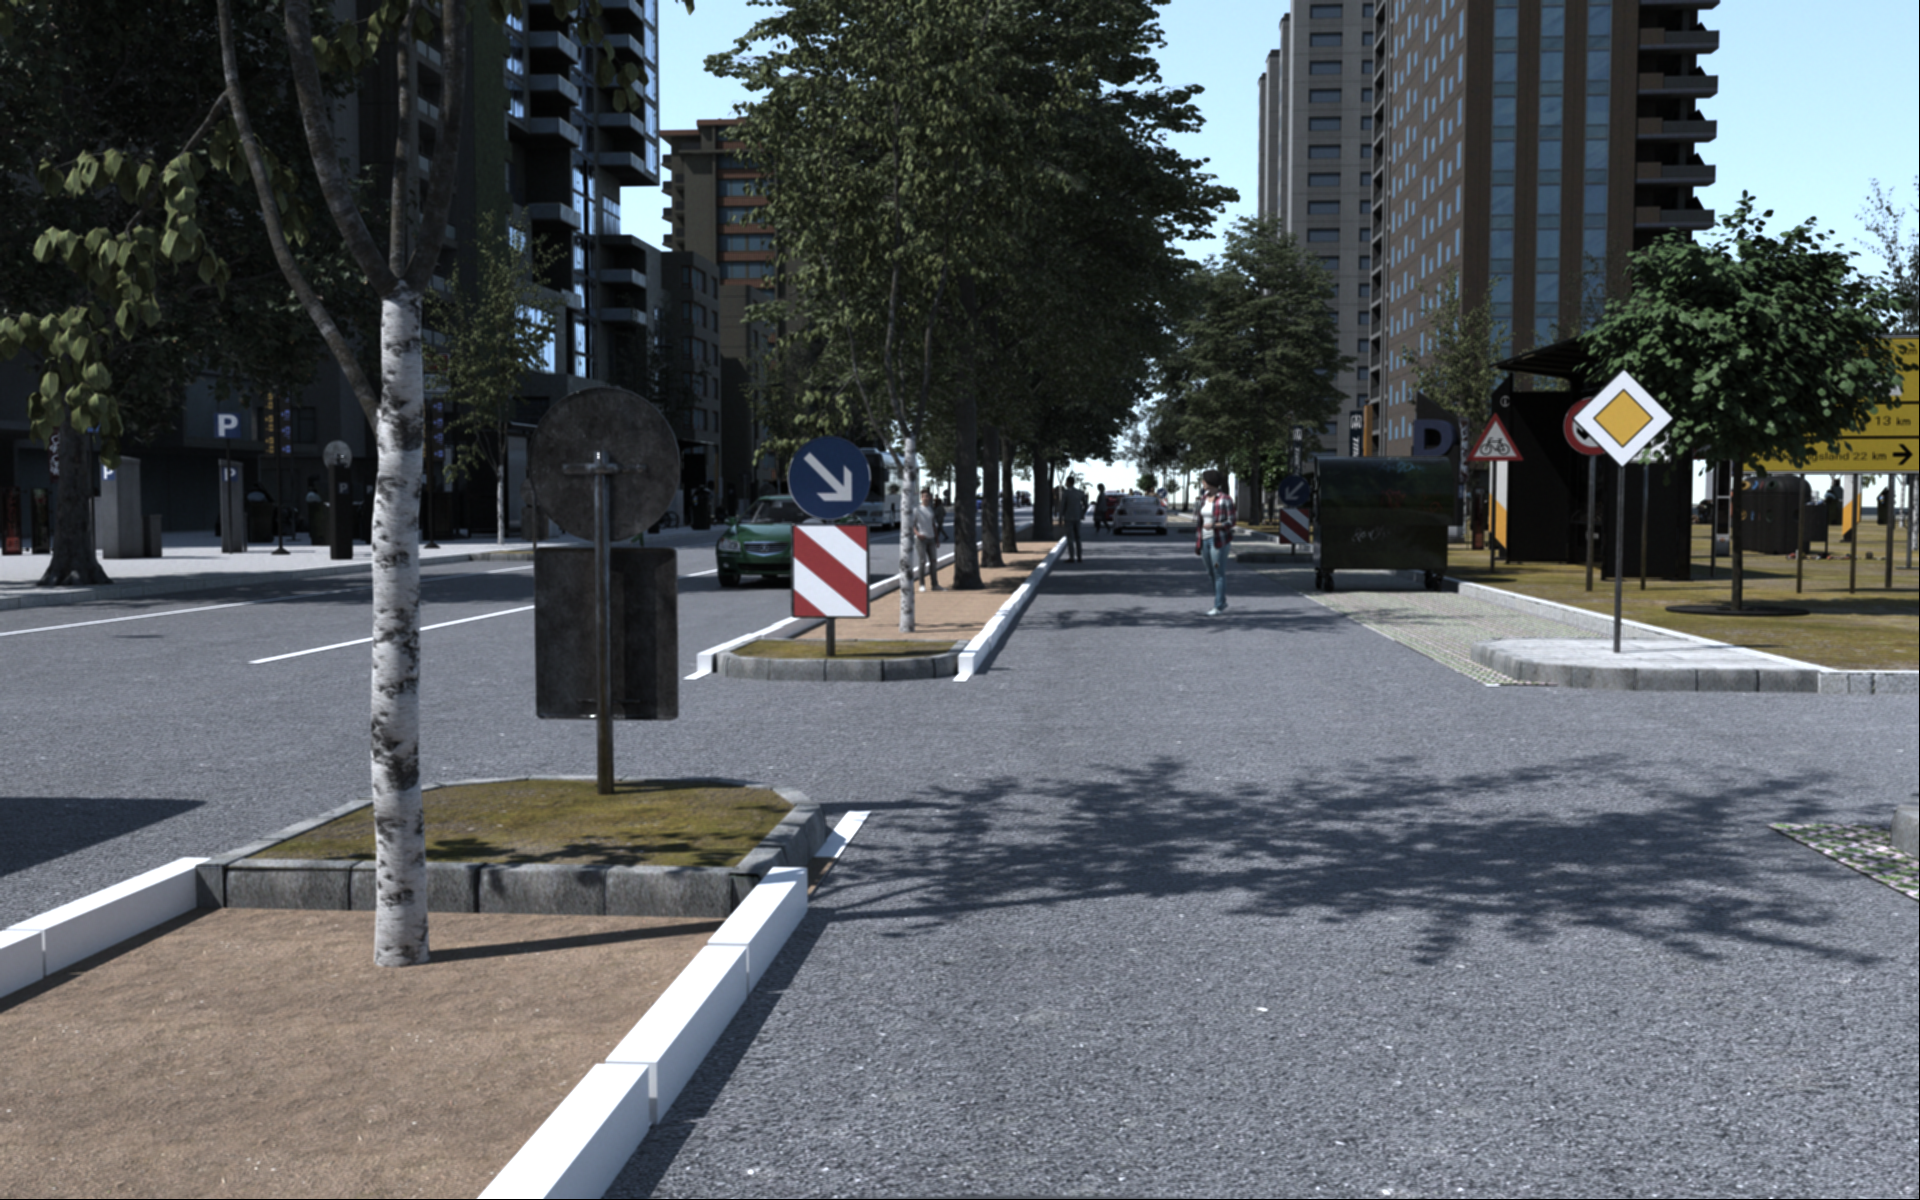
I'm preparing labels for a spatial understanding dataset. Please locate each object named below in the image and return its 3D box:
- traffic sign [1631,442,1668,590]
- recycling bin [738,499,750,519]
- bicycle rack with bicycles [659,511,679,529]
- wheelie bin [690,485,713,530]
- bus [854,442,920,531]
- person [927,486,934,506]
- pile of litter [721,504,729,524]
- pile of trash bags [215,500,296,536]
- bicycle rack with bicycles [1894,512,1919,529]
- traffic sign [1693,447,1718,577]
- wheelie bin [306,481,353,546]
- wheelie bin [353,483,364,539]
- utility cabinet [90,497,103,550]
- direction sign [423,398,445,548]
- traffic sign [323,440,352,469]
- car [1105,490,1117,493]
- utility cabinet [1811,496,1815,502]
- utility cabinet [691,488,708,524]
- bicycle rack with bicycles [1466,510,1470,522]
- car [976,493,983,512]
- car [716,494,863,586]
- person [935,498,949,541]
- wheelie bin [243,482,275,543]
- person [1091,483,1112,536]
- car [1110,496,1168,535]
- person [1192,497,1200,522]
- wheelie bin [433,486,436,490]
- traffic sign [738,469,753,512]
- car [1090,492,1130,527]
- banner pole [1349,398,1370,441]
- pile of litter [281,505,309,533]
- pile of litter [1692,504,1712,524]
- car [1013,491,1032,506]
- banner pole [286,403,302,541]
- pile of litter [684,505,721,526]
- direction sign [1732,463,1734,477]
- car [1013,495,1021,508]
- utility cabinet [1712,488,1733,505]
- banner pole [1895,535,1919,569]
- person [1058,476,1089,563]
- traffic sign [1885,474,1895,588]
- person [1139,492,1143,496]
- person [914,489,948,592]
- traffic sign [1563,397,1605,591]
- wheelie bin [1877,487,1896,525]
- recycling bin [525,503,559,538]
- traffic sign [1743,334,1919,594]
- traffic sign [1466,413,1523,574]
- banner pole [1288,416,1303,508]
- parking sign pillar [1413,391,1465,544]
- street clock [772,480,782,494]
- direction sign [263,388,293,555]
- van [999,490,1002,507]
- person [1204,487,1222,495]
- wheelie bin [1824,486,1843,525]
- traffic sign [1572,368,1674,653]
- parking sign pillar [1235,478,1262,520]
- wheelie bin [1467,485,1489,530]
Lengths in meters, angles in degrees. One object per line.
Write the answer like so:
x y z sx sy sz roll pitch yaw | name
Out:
9.110 -1.279 23.037 0.606 2.300 0.079 1 4 9 | traffic sign
-10.986 -4.676 89.006 0.722 1.027 0.722 -1 4 -15 | recycling bin
-11.743 -3.123 64.441 2.925 0.926 2.852 -1 4 -18 | bicycle rack with bicycles
-9.252 -3.316 62.121 0.693 1.594 0.980 0 4 8 | wheelie bin
-3.635 -4.617 70.354 2.948 3.499 13.247 0 4 5 | bus
-1.522 -4.653 84.775 0.606 1.804 0.583 1 4 18 | person
-10.393 -3.639 73.456 1.176 0.858 1.719 2 4 28 | pile of litter
-21.015 -2.664 53.301 3.447 1.369 1.912 -2 4 -35 | pile of trash bags
35.139 -2.978 62.072 2.925 0.926 2.852 -1 4 -16 | bicycle rack with bicycles
11.698 -1.641 26.836 0.884 2.594 0.081 1 4 14 | traffic sign
-15.811 -2.150 43.068 0.693 1.594 0.980 2 4 32 | wheelie bin
-17.339 -2.526 49.201 0.980 1.594 0.693 -3 5 -41 | wheelie bin
-19.656 -1.781 40.273 1.020 1.237 0.306 -3 4 -39 | utility cabinet
-12.520 -2.994 40.956 0.876 3.537 0.379 2 4 26 | direction sign
-14.750 -2.502 41.014 0.768 2.556 0.104 1 4 13 | traffic sign
15.673 -10.374 178.292 2.281 1.827 5.304 0 4 3 | car
28.700 -2.927 59.017 0.306 1.237 1.020 0 4 -6 | utility cabinet
-11.285 -4.066 75.158 0.318 1.500 1.173 1 4 11 | utility cabinet
21.350 -3.935 77.727 2.925 0.926 2.852 1 4 20 | bicycle rack with bicycles
1.955 -7.940 139.405 1.945 1.707 3.694 0 4 4 | car
-2.660 -1.011 28.327 2.131 1.459 4.920 0 4 7 | car
-0.612 -2.440 52.659 0.640 1.303 0.475 2 4 24 | person
-18.462 -2.304 45.584 0.693 1.594 0.980 -3 4 -38 | wheelie bin
4.840 -3.083 59.082 0.728 1.800 0.709 0 4 7 | person
6.433 -3.043 62.116 2.083 1.381 4.827 0 4 4 | car
11.982 -4.609 88.142 0.394 1.301 0.425 3 4 38 | person
-20.239 -3.616 67.035 0.980 1.594 0.693 -1 4 -18 | wheelie bin
-10.717 -5.272 86.303 0.768 2.556 0.104 1 4 9 | traffic sign
6.820 -4.115 76.318 2.155 1.783 4.494 0 4 4 | car
10.535 -3.401 45.626 0.401 3.779 0.863 -2 4 -31 | banner pole
-22.310 -2.684 57.851 1.719 0.858 1.176 0 4 -1 | pile of litter
31.644 -3.646 73.573 1.176 0.858 1.719 -2 4 -30 | pile of litter
7.524 -12.281 209.462 2.281 1.827 5.304 0 4 6 | car
-18.227 -3.500 47.248 0.401 3.779 0.863 -1 4 -19 | banner pole
-10.591 -3.397 69.505 1.719 0.858 1.176 0 4 -5 | pile of litter
34.309 -5.247 77.783 0.876 3.537 0.379 1 4 17 | direction sign
5.577 -10.627 186.108 2.083 1.381 4.827 0 4 3 | car
29.958 -3.594 67.442 1.173 1.500 0.318 0 4 3 | utility cabinet
16.394 -2.427 29.702 0.401 3.779 0.863 3 5 42 | banner pole
2.359 -1.689 36.219 0.635 1.810 0.391 -2 4 -32 | person
12.702 -1.438 23.620 0.768 2.556 0.104 1 4 8 | traffic sign
8.482 -4.272 80.941 0.523 1.515 0.503 2 4 31 | person
-0.475 -0.875 25.394 0.523 1.515 0.503 2 4 25 | person
8.306 -1.387 22.784 0.768 2.556 0.104 0 4 6 | traffic sign
38.656 -3.938 72.297 0.693 1.594 0.980 2 4 31 | wheelie bin
-12.201 -2.326 50.586 0.722 1.027 0.722 1 4 18 | recycling bin
11.184 -1.737 22.271 2.265 3.308 0.079 1 4 9 | traffic sign
8.590 -1.704 27.869 0.884 2.594 0.081 1 4 11 | traffic sign
10.657 -3.992 55.289 0.401 3.779 0.863 -2 4 -29 | banner pole
12.412 -3.457 44.998 1.447 3.967 1.447 3 5 39 | parking sign pillar
-9.183 -5.048 87.103 0.471 2.002 0.358 -1 4 -17 | street clock
-14.448 -2.737 36.742 0.876 3.537 0.379 2 4 31 | direction sign
3.411 -9.281 158.753 2.013 2.044 4.112 0 4 6 | van
6.507 -2.176 44.177 0.679 1.850 0.850 2 4 32 | person
35.888 -3.860 71.026 0.980 1.594 0.693 -2 4 -25 | wheelie bin
5.313 -0.631 13.951 0.795 2.450 0.064 0 4 5 | traffic sign
14.065 -5.866 84.375 1.447 3.967 1.447 -1 4 -23 | parking sign pillar
18.345 -3.265 61.296 0.980 1.594 0.693 1 4 10 | wheelie bin
